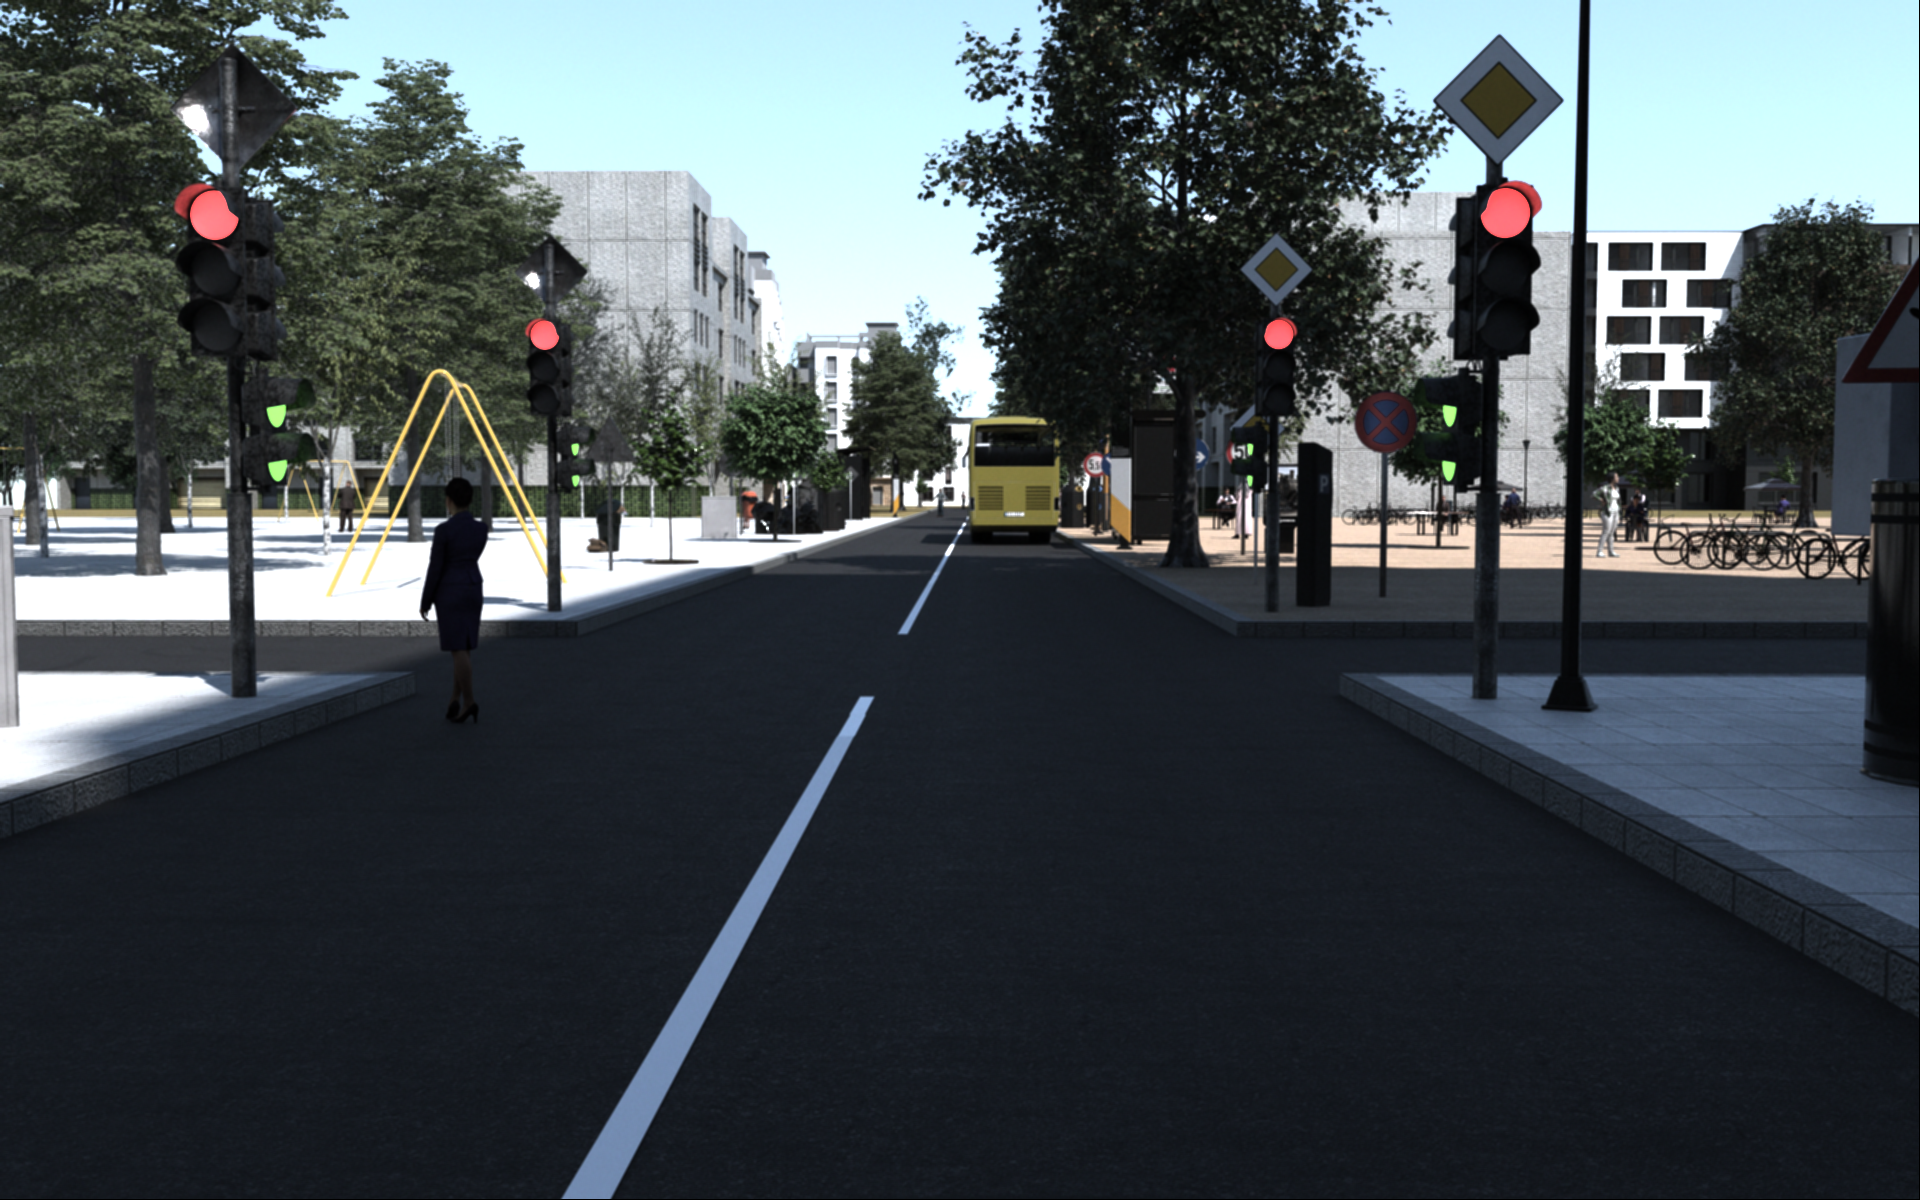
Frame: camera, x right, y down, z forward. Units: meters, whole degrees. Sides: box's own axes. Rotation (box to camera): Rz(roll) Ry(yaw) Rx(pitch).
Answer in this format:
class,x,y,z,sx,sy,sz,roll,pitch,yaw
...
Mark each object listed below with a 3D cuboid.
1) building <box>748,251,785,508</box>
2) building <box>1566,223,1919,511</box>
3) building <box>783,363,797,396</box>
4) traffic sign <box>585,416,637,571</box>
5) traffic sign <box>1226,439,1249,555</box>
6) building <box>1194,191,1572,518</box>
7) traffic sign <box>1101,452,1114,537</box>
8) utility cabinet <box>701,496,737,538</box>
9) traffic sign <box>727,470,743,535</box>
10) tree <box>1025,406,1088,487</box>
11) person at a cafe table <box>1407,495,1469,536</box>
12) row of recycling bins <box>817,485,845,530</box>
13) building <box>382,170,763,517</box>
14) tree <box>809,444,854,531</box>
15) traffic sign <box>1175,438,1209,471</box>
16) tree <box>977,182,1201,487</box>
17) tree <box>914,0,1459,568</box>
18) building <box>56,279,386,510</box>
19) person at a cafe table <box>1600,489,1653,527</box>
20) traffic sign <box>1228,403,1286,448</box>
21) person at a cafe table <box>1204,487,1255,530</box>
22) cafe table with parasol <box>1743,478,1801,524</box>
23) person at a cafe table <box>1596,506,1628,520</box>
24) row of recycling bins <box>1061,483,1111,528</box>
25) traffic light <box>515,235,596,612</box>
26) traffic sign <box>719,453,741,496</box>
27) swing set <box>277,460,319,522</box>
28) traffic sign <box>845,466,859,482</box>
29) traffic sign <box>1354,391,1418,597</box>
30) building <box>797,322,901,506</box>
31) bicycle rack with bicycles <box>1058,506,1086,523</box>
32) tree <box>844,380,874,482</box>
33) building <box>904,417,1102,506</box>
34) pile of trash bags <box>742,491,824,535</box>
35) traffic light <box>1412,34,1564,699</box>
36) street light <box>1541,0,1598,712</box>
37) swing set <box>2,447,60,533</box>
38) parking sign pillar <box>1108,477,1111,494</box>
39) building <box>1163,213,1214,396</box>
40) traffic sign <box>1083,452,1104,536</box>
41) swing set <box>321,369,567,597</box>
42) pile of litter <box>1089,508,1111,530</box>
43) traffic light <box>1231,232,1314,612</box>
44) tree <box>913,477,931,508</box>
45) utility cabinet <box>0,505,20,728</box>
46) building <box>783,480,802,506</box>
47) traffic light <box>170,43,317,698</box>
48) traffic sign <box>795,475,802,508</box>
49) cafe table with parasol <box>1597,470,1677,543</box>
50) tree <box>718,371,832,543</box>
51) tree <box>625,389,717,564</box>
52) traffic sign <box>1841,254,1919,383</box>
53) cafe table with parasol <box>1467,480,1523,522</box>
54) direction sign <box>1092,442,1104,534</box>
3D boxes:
class,x,y,z,sx,sy,sz,roll,pitch,yaw
building,-21.687,-16.899,132.715,16.016,20.091,11.380,0,4,1
building,64.308,-18.412,145.012,32.646,21.610,27.936,0,4,1
building,-34.218,-20.198,196.687,31.486,18.905,16.747,0,4,1
traffic sign,-5.820,-1.762,28.805,0.884,2.594,0.081,0,4,2
traffic sign,5.941,-2.212,36.276,0.768,2.556,0.104,0,4,3
building,24.940,-14.894,109.970,16.747,18.905,31.486,0,4,1
traffic sign,4.628,-3.189,52.243,0.768,2.556,0.104,1,4,10
utility cabinet,-6.996,-2.393,50.286,1.020,1.237,0.306,-1,4,-11
traffic sign,-6.823,-3.294,53.863,0.884,2.594,0.081,1,4,10
tree,5.116,-7.897,79.471,4.360,8.622,3.978,0,3,0
person at a cafe table,15.053,-2.655,54.267,1.698,1.238,1.726,2,4,27
row of recycling bins,-4.786,-3.479,63.987,1.069,1.692,3.534,0,4,-6
building,-22.987,-14.940,110.733,16.747,18.905,31.486,0,4,1
tree,-4.567,-4.008,60.127,1.663,3.219,1.824,0,3,0
traffic sign,5.193,-2.367,38.807,0.768,2.556,0.104,1,4,10
tree,5.340,-9.857,67.819,9.857,13.997,8.962,0,3,0
tree,3.971,-6.930,30.309,9.611,12.733,9.660,0,3,0
building,-59.022,-17.413,151.166,31.486,18.905,16.747,0,4,1
person at a cafe table,26.197,-3.611,67.554,1.622,1.524,1.698,-2,4,-31
traffic sign,4.191,-1.508,24.384,0.795,2.593,0.064,1,4,10
person at a cafe table,9.773,-3.338,63.093,1.698,1.524,1.622,0,4,-5
cafe table with parasol,34.888,-4.239,74.176,2.610,1.966,2.610,-2,4,-32
person at a cafe table,31.322,-4.397,82.754,1.698,1.238,1.726,0,4,6
row of recycling bins,5.581,-3.580,65.638,3.534,1.692,1.069,0,4,-5
traffic light,-4.421,-1.830,18.842,0.839,4.253,0.868,0,4,1
traffic sign,-6.779,-3.133,51.334,0.768,2.556,0.104,0,4,3
swing set,-29.722,-5.069,80.500,2.862,2.851,3.119,2,4,31
traffic sign,-5.124,-4.967,80.948,0.795,2.593,0.064,0,4,2
traffic sign,5.269,-1.309,21.506,0.768,2.556,0.104,0,4,6
building,-12.399,-20.824,196.889,11.380,20.091,16.016,0,4,1
bicycle rack with bicycles,5.941,-3.828,75.977,2.925,0.926,2.852,3,5,44
tree,-4.441,-13.184,132.559,9.611,12.733,9.660,0,3,0
building,7.768,-15.360,193.282,28.070,9.664,9.099,0,4,1
pile of trash bags,-6.021,-2.848,56.322,1.912,1.369,3.447,-3,5,-44
traffic light,3.281,-1.337,10.777,0.839,4.253,0.868,0,4,1
street light,3.110,-2.303,10.202,1.470,5.913,1.316,0,4,1
swing set,-32.361,-3.711,58.301,3.119,2.851,2.862,0,4,-2
parking sign pillar,7.319,-5.811,83.480,1.447,3.967,1.447,0,4,-6
building,29.684,-18.245,142.272,27.936,21.610,32.646,0,4,1
traffic sign,4.144,-3.225,52.838,0.768,2.556,0.104,1,4,10
swing set,-6.809,-1.571,23.308,2.862,2.851,3.119,-1,4,-11
pile of litter,5.237,-2.959,62.344,1.176,0.858,1.719,0,4,4
traffic light,3.380,-1.825,18.761,0.839,4.253,0.868,0,4,1
tree,-3.690,-10.090,159.570,1.663,3.219,1.824,0,3,0
utility cabinet,-5.584,0.080,9.846,0.306,1.237,1.020,-2,4,-34
building,-28.595,-13.074,155.906,28.070,9.664,9.099,0,4,1
traffic light,-4.520,-1.342,10.857,0.839,4.253,0.868,0,4,1
traffic sign,-6.230,-4.044,66.229,0.768,2.556,0.104,0,4,2
cafe table with parasol,18.166,-2.542,46.423,2.610,1.966,2.610,-1,4,-9
tree,-4.976,-3.826,46.271,4.285,4.588,4.351,0,3,0
tree,-5.237,-2.287,31.990,1.663,3.219,1.824,0,3,0
traffic sign,4.665,-0.508,8.312,0.884,2.594,0.081,0,4,5
cafe table with parasol,24.726,-4.610,80.240,2.610,1.966,2.610,1,4,16
direction sign,4.443,-3.895,55.676,0.379,3.537,0.876,2,4,27
